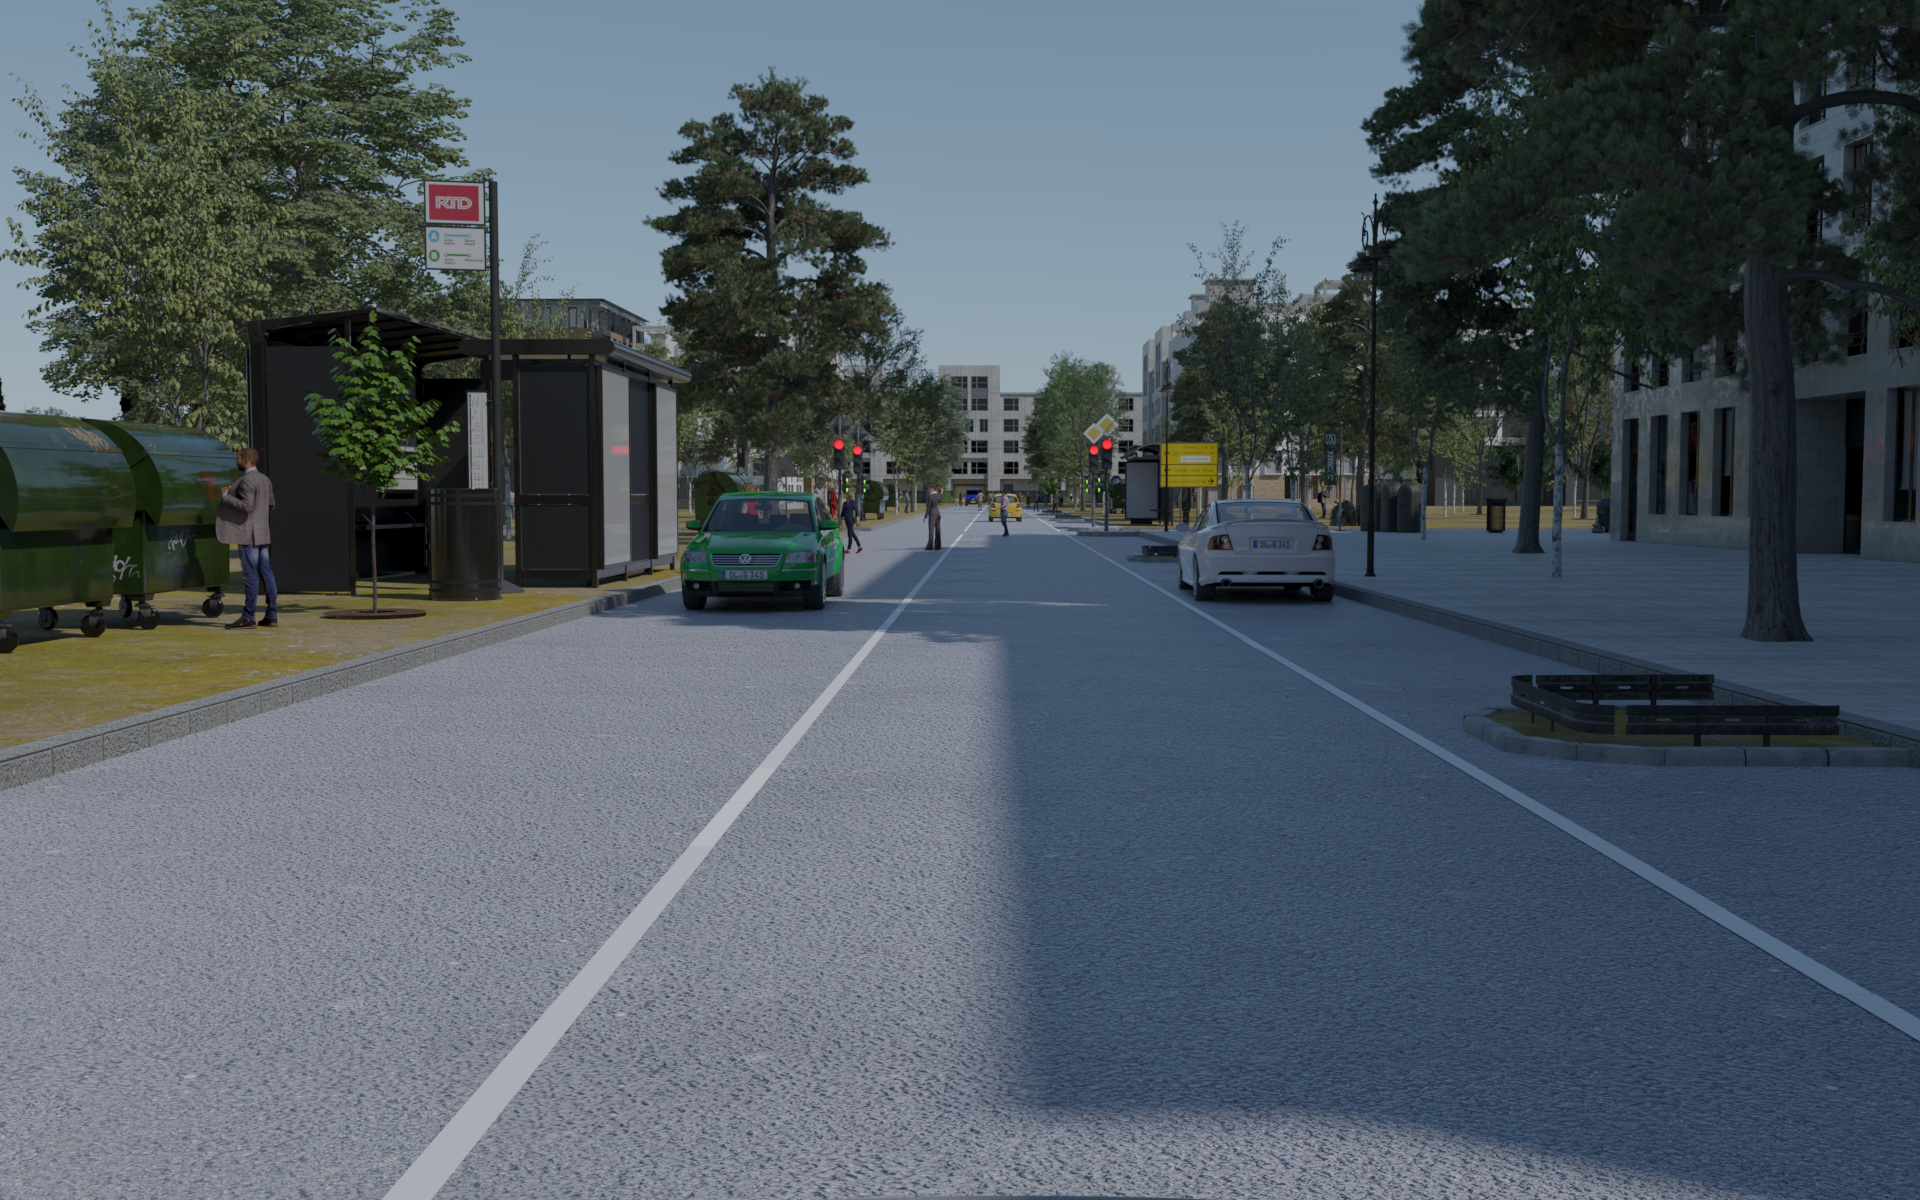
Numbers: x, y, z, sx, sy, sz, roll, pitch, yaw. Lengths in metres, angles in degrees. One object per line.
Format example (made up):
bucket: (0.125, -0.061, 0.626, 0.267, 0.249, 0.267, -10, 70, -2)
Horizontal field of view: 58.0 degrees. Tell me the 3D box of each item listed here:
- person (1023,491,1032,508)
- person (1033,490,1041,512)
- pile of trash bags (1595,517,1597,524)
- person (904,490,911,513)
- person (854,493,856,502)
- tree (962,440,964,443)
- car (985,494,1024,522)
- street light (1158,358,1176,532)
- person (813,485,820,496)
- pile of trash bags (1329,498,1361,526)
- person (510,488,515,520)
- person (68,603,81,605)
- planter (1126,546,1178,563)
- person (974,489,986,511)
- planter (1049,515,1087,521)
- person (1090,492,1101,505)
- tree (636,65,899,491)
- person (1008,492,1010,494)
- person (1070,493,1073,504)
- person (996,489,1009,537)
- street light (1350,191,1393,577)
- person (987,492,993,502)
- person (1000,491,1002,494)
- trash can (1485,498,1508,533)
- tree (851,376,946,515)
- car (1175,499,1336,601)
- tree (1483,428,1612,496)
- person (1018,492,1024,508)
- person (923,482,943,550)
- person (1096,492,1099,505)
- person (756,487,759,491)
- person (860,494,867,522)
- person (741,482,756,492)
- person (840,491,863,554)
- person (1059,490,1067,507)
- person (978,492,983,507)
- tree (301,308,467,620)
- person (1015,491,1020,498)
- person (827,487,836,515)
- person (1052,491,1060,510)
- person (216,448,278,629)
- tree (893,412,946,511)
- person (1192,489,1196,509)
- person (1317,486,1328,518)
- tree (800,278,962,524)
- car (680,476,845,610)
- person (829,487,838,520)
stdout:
person: (7.026, -10.412, 179.465, 1.217, 1.736, 0.721, -3, 4, -37)
person: (6.272, -8.070, 141.268, 0.655, 1.722, 0.431, -2, 4, -28)
pile of trash bags: (26.435, -3.595, 68.537, 1.912, 1.369, 3.447, 3, 4, 37)
person: (-3.492, -6.553, 115.136, 0.435, 1.587, 0.963, -1, 4, -13)
person: (-10.761, -10.628, 179.952, 0.705, 1.807, 1.348, -2, 4, -34)
tree: (-3.495, -11.361, 120.171, 8.767, 10.594, 7.601, 2, 4, 26)
car: (2.337, -4.908, 90.467, 2.015, 1.641, 3.980, 0, 4, 0)
street light: (7.038, -5.269, 58.930, 0.468, 5.910, 1.993, 0, 4, 1)
person: (-8.859, -6.070, 105.149, 0.599, 1.838, 0.709, -2, 4, -30)
pile of trash bags: (16.577, -3.648, 69.401, 3.447, 1.369, 1.912, 1, 4, 9)
person: (-21.934, -4.682, 84.558, 0.963, 1.587, 0.435, -2, 4, -34)
person: (-10.216, -0.720, 20.026, 0.471, 1.553, 0.569, -2, 4, -26)
planter: (4.600, -0.985, 37.243, 1.991, 0.319, 1.994, 0, 4, 1)
person: (1.712, -8.523, 147.855, 1.348, 1.824, 0.705, -3, 5, -40)
planter: (5.743, -4.377, 92.711, 1.991, 0.319, 1.994, 0, 4, 1)
person: (16.044, -12.201, 205.543, 1.348, 1.822, 0.705, -1, 4, -17)
tree: (-4.873, -7.507, 44.795, 6.751, 12.117, 7.091, 0, 3, 0)
person: (6.083, -12.549, 214.608, 0.756, 1.711, 0.436, -3, 5, -42)
person: (13.975, -12.792, 218.383, 0.628, 1.438, 0.799, -3, 4, -36)
person: (1.467, -2.911, 58.049, 0.435, 1.587, 0.963, 1, 4, 10)
street light: (6.386, -3.302, 26.781, 0.468, 5.910, 1.993, 0, 4, 1)
person: (3.864, -12.731, 217.358, 1.217, 1.736, 0.721, -2, 4, -25)
person: (4.902, -11.917, 203.441, 1.348, 1.812, 0.705, 1, 4, 9)
trash can: (17.689, -2.783, 57.151, 0.748, 1.137, 0.748, 0, 3, 0)
tree: (-3.791, -9.530, 106.181, 4.737, 8.622, 4.395, 0, 3, 0)
car: (4.140, -0.747, 24.568, 2.083, 1.381, 4.827, 0, 4, 3)
tree: (52.274, -10.559, 135.552, 20.602, 7.101, 11.467, 0, 4, -2)
person: (5.619, -9.273, 161.589, 0.593, 1.643, 0.415, -1, 4, -10)
person: (-0.669, -2.133, 44.180, 0.445, 1.727, 0.742, 1, 4, 11)
person: (16.602, -12.412, 209.904, 0.541, 1.710, 0.530, 0, 4, -7)
person: (-13.596, -6.656, 115.678, 0.445, 1.727, 0.742, 2, 4, 31)
person: (-4.644, -4.441, 80.866, 0.429, 1.552, 0.499, 1, 4, 20)
person: (-3.380, -1.066, 27.634, 0.593, 1.614, 0.444, -3, 4, -37)
person: (-2.611, -1.878, 41.741, 0.480, 1.512, 0.613, 2, 4, 28)
person: (10.390, -10.458, 177.814, 1.217, 1.735, 0.721, 2, 4, 26)
person: (2.236, -11.041, 189.466, 0.683, 1.767, 0.568, 0, 4, 0)
tree: (-6.014, -1.439, 18.129, 1.663, 3.219, 1.824, 0, 3, 0)
person: (5.086, -8.878, 154.370, 1.217, 1.743, 0.721, -2, 4, -32)
person: (-8.053, -6.219, 108.409, 0.565, 1.739, 0.600, -1, 4, -10)
person: (6.764, -6.901, 122.018, 0.565, 1.739, 0.600, 0, 4, -7)
person: (-6.824, -0.593, 16.564, 0.431, 1.722, 0.655, 0, 4, 8)
tree: (-3.216, -11.220, 133.808, 4.360, 8.622, 3.978, 0, 3, 0)
person: (19.987, -8.582, 147.274, 0.541, 1.710, 0.530, 2, 4, 25)
person: (19.412, -5.254, 92.760, 0.431, 1.722, 0.655, -1, 4, -17)
tree: (-4.108, -8.569, 74.514, 7.601, 10.594, 8.767, 0, 4, -4)
car: (-2.535, -0.860, 22.862, 1.959, 1.807, 4.718, 0, 4, 1)
person: (-6.108, -4.704, 84.666, 0.444, 1.614, 0.593, -3, 4, -39)
